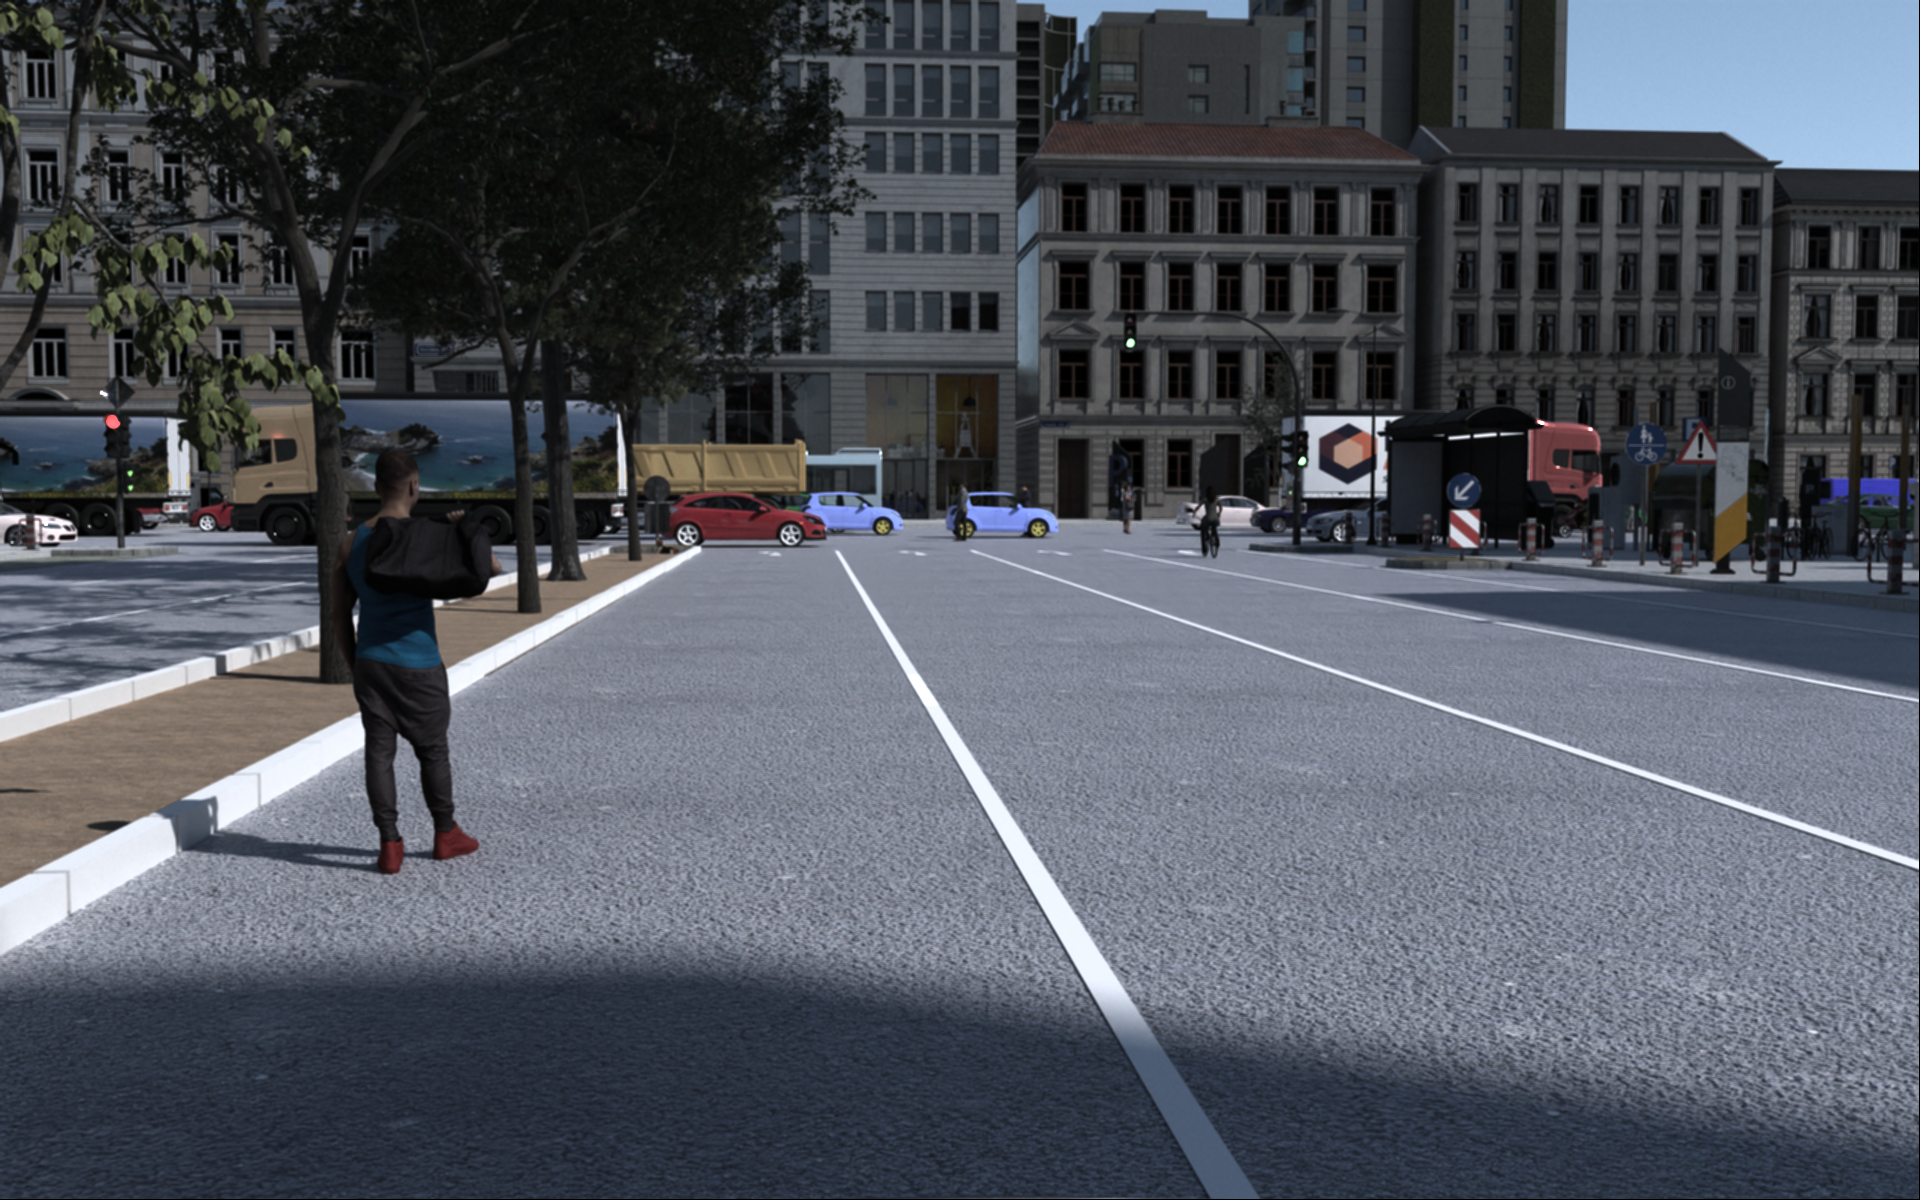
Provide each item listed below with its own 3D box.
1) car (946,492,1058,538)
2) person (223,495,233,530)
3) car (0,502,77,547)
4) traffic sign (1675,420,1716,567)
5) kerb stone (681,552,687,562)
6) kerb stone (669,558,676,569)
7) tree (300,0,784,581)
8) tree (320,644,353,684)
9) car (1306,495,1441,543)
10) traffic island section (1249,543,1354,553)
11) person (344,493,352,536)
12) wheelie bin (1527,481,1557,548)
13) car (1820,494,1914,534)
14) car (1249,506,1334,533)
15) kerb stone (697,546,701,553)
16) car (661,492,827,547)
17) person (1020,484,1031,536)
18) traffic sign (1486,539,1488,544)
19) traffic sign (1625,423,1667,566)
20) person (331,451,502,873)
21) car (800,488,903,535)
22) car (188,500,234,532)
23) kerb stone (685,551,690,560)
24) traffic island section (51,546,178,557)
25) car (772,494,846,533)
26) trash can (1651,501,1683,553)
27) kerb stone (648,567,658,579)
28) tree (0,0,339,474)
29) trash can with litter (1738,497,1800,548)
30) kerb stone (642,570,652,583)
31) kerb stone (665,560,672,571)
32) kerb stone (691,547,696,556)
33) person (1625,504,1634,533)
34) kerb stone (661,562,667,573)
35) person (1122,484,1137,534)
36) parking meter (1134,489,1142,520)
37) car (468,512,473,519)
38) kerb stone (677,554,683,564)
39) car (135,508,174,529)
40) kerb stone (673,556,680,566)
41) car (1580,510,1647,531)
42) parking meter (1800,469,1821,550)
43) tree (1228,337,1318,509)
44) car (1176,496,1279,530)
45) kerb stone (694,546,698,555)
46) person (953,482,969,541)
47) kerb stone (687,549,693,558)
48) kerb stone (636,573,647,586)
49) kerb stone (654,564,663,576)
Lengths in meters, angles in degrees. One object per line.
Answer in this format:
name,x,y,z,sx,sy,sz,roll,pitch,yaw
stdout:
car,1.375,-2.892,56.881,3.694,1.707,1.945,0,4,-6
person,-28.687,-3.628,68.545,0.841,1.734,0.376,-1,4,-15
car,-25.790,-2.024,45.446,4.827,1.381,2.083,0,4,-4
traffic sign,13.014,-1.867,30.522,0.884,2.594,0.081,0,4,-2
kerb stone,-5.856,-0.854,36.153,0.120,0.150,1.000,0,4,-5
kerb stone,-5.570,-0.665,33.075,0.120,0.150,1.000,0,4,-5
tree,-6.724,-7.246,28.360,7.806,13.903,7.818,0,3,0
tree,-4.698,-4.663,13.105,8.767,10.594,7.601,0,4,-5
car,12.613,-2.436,51.828,4.499,1.417,2.014,0,4,-6
traffic island section,8.499,-1.310,43.693,2.009,0.180,2.903,0,4,-5
person,-15.816,-2.138,44.007,0.434,1.755,0.990,1,4,21
wheelie bin,13.625,-2.026,41.034,0.980,1.594,0.693,-2,4,-28
car,33.266,-3.111,62.671,4.920,1.459,2.131,0,4,-4
car,12.772,-3.154,64.152,3.894,1.354,1.945,0,4,-4
kerb stone,-6.322,-1.167,41.282,0.120,0.150,1.000,0,4,-5
car,-5.880,-2.333,47.179,4.494,1.783,2.155,0,4,-3
person,2.115,-3.042,58.678,0.568,1.767,0.683,0,4,-3
traffic sign,13.631,-2.733,44.782,0.768,2.556,0.104,0,4,-1
traffic sign,12.253,-1.891,31.025,0.768,2.556,0.104,0,4,-3
person,-2.061,0.229,6.630,0.647,1.594,0.662,0,4,-7
car,-3.841,-3.125,60.684,3.694,1.707,1.945,0,4,-6
car,-27.207,-3.506,66.367,4.494,1.783,2.155,0,4,-4
kerb stone,-5.952,-0.916,37.175,0.120,0.150,1.000,0,4,-5
traffic island section,-19.925,-1.152,41.108,2.009,0.180,2.903,0,4,-5
car,-5.918,-3.367,63.842,4.718,1.807,1.959,0,4,-7
trash can,15.413,-1.593,37.693,0.748,1.137,0.748,0,3,0
kerb stone,-5.200,-0.414,28.969,0.120,0.150,1.000,0,4,-5
tree,-4.175,-3.309,6.929,4.737,8.622,4.395,0,3,0
trash can with litter,19.971,-1.901,42.133,1.678,1.210,2.233,1,4,16
kerb stone,-5.108,-0.349,27.932,0.120,0.150,1.000,0,4,-5
kerb stone,-5.475,-0.603,32.048,0.120,0.150,1.000,0,4,-5
kerb stone,-6.131,-1.042,39.229,0.120,0.150,1.000,0,4,-5
person,24.906,-3.389,64.106,0.583,1.804,0.606,0,4,4
kerb stone,-5.393,-0.540,31.025,0.120,0.150,1.000,0,4,-5
person,6.099,-3.267,62.279,0.532,1.782,0.716,0,4,4
parking meter,8.690,-4.661,84.625,0.372,1.533,0.369,0,3,0
car,-15.359,-2.776,57.390,4.499,1.417,2.014,0,4,-4
kerb stone,-5.758,-0.791,35.122,0.120,0.150,1.000,0,4,-5
car,-34.651,-3.745,69.908,5.304,1.827,2.281,0,4,-5
kerb stone,-5.668,-0.725,34.099,0.120,0.150,1.000,0,4,-5
car,23.824,-3.491,65.871,4.718,1.807,1.959,0,4,-3
parking meter,19.589,-2.093,39.932,0.399,1.863,0.255,3,4,38
tree,14.985,-8.029,81.641,4.360,8.622,3.978,0,3,0
car,11.057,-3.473,69.142,4.827,1.381,2.083,0,4,-7
kerb stone,-6.234,-1.105,40.257,0.120,0.150,1.000,0,4,-5
person,0.031,-2.709,52.972,0.473,1.802,0.592,2,4,35
kerb stone,-6.036,-0.979,38.206,0.120,0.150,1.000,0,4,-5
kerb stone,-5.008,-0.288,26.899,0.120,0.150,1.000,0,4,-5
kerb stone,-5.296,-0.476,30.003,0.120,0.150,1.000,0,4,-5
